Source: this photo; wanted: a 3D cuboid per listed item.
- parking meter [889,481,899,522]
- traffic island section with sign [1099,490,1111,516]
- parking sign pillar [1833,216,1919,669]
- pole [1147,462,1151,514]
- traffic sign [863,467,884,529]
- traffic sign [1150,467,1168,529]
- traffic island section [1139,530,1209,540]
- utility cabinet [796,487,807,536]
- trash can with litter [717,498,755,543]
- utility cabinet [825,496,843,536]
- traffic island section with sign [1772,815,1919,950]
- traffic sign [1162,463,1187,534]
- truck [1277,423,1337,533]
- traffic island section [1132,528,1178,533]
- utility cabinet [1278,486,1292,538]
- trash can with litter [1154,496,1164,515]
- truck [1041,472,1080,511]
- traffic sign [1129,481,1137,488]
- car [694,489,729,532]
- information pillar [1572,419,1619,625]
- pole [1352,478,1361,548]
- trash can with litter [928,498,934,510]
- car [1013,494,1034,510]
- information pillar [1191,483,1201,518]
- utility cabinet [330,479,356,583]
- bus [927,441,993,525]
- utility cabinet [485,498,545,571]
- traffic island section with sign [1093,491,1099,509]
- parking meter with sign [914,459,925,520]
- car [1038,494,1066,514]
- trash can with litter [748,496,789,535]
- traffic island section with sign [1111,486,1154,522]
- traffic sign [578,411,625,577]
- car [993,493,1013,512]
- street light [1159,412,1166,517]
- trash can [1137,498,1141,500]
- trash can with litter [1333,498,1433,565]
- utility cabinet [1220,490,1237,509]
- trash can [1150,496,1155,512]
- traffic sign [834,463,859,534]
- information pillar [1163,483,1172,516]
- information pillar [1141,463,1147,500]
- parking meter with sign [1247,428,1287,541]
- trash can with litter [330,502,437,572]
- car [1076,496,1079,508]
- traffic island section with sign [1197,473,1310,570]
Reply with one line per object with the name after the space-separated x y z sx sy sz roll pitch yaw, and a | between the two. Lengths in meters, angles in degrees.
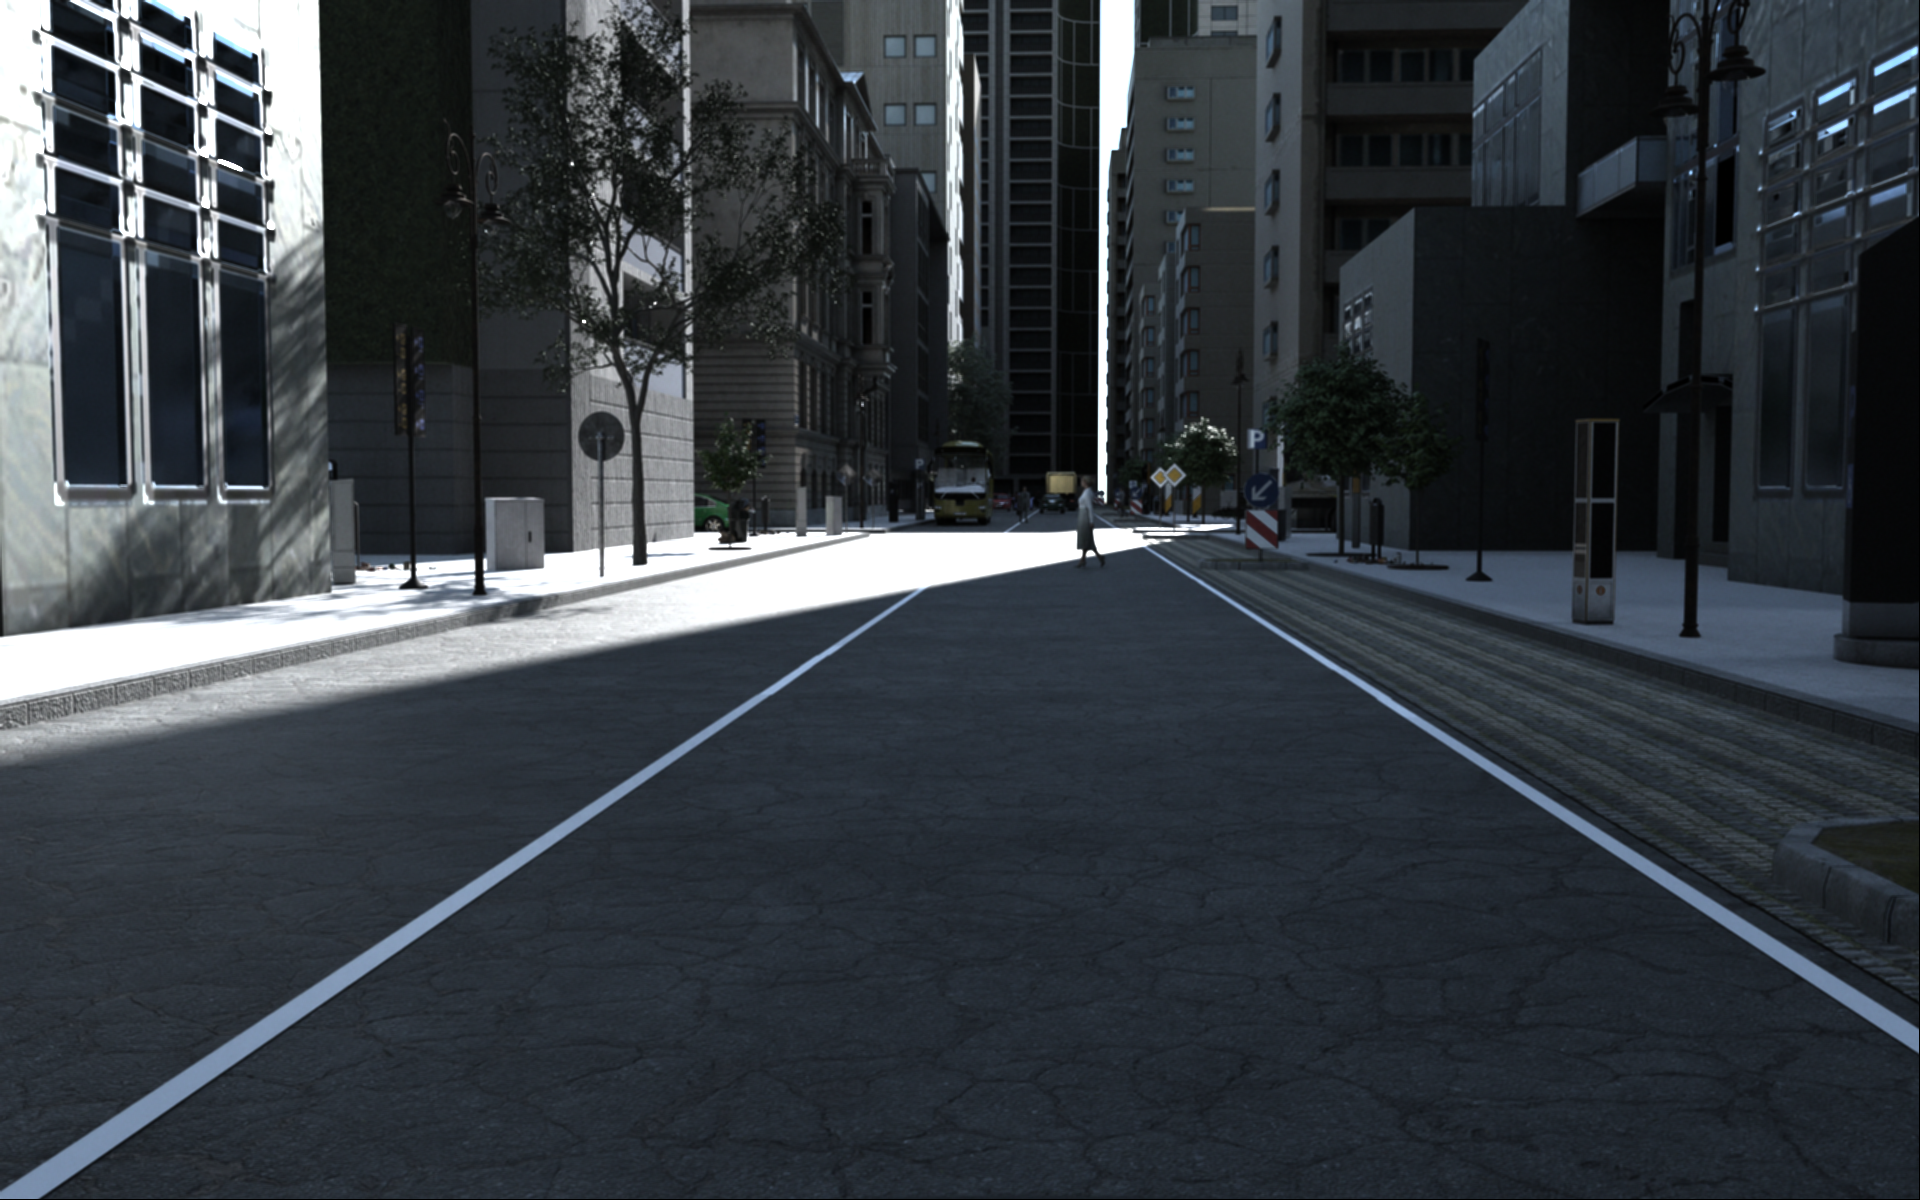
-3.015 -4.475 78.882 0.399 1.863 0.255 2 4 28 | parking meter
10.459 -6.535 115.469 1.989 1.847 2.006 0 4 3 | traffic island section with sign
7.471 -1.506 13.102 1.447 3.967 1.447 1 4 20 | parking sign pillar
12.192 -7.212 111.757 0.158 3.312 0.155 0 3 0 | pole
-3.220 -3.707 64.249 0.795 2.450 0.064 0 4 3 | traffic sign
7.355 -3.667 63.605 0.795 2.450 0.064 0 4 3 | traffic sign
6.907 -2.045 55.710 2.009 0.180 2.903 0 4 3 | traffic island section
-4.833 -2.685 52.571 0.318 1.500 1.173 0 4 -7 | utility cabinet
-5.886 -2.082 45.435 0.624 1.170 1.055 2 4 24 | trash can with litter
-3.917 -2.617 53.949 0.306 1.237 1.020 -1 4 -19 | utility cabinet
3.954 0.171 5.835 1.989 1.847 2.006 0 4 3 | traffic island section with sign
6.883 -3.180 55.634 0.795 2.450 0.064 0 4 3 | traffic sign
16.674 -4.322 59.576 11.283 4.237 2.839 0 4 5 | truck
7.379 -2.532 63.681 2.009 0.180 2.903 0 4 3 | traffic island section
9.413 -2.559 50.516 0.318 1.500 1.173 1 4 20 | utility cabinet
12.192 -5.788 106.013 0.624 1.170 1.055 0 4 2 | trash can with litter
8.755 -9.432 150.136 3.469 3.379 9.791 0 4 3 | truck
13.222 -7.966 132.381 0.606 2.300 0.079 1 4 11 | traffic sign
-9.703 -3.116 59.736 4.718 1.807 1.959 0 4 1 | car
6.258 -0.769 17.069 0.304 2.012 0.304 0 4 -7 | information pillar
9.398 -2.885 41.010 0.158 3.312 0.155 0 3 0 | pole
-2.149 -7.720 137.286 2.233 1.210 1.678 3 4 37 | trash can with litter
5.674 -8.909 155.246 1.945 1.707 3.694 0 4 3 | car
12.770 -6.245 93.463 0.504 3.616 0.183 -1 4 -17 | information pillar
-8.936 -1.000 25.028 0.318 1.500 1.173 -1 4 -21 | utility cabinet
0.226 -5.617 83.379 2.896 3.916 12.252 0 4 2 | bus
-7.551 -1.117 29.432 0.306 1.237 1.020 3 4 38 | utility cabinet
13.418 -9.604 165.654 1.989 1.847 2.006 0 4 3 | traffic island section with sign
-1.957 -5.474 85.755 0.543 3.016 1.738 0 4 1 | parking meter with sign
6.834 -7.137 128.485 2.131 1.459 4.920 0 4 2 | car
-6.275 -2.690 55.033 1.678 1.210 2.233 -1 4 -9 | trash can with litter
8.838 -4.869 88.237 1.989 1.847 2.006 0 4 3 | traffic island section with sign
-5.542 -1.629 26.742 0.768 2.556 0.104 1 4 13 | traffic sign
3.299 -8.211 143.284 2.155 1.783 4.494 0 4 3 | car
11.466 -7.676 98.293 0.468 5.910 1.993 0 4 3 | street light
13.958 -7.488 134.089 0.748 1.137 0.748 0 3 0 | trash can
7.816 -1.306 32.413 1.678 1.210 2.233 0 4 1 | trash can with litter
16.014 -5.739 102.510 1.173 1.500 0.318 2 4 32 | utility cabinet
13.919 -6.868 123.949 0.748 1.137 0.748 0 3 0 | trash can
-3.691 -3.219 56.278 0.795 2.450 0.064 0 4 3 | traffic sign
12.136 -6.702 100.932 0.504 3.616 0.183 -3 5 -39 | information pillar
13.818 -8.457 129.624 0.504 3.616 0.183 -1 4 -19 | information pillar
8.342 -3.095 46.866 0.543 3.016 1.738 2 4 31 | parking meter with sign
-9.960 -1.098 29.004 2.233 1.210 1.678 0 4 -8 | trash can with litter
11.670 -10.466 183.115 2.014 1.417 4.499 0 4 4 | car
5.592 -1.506 33.252 1.989 1.847 2.006 0 4 3 | traffic island section with sign
